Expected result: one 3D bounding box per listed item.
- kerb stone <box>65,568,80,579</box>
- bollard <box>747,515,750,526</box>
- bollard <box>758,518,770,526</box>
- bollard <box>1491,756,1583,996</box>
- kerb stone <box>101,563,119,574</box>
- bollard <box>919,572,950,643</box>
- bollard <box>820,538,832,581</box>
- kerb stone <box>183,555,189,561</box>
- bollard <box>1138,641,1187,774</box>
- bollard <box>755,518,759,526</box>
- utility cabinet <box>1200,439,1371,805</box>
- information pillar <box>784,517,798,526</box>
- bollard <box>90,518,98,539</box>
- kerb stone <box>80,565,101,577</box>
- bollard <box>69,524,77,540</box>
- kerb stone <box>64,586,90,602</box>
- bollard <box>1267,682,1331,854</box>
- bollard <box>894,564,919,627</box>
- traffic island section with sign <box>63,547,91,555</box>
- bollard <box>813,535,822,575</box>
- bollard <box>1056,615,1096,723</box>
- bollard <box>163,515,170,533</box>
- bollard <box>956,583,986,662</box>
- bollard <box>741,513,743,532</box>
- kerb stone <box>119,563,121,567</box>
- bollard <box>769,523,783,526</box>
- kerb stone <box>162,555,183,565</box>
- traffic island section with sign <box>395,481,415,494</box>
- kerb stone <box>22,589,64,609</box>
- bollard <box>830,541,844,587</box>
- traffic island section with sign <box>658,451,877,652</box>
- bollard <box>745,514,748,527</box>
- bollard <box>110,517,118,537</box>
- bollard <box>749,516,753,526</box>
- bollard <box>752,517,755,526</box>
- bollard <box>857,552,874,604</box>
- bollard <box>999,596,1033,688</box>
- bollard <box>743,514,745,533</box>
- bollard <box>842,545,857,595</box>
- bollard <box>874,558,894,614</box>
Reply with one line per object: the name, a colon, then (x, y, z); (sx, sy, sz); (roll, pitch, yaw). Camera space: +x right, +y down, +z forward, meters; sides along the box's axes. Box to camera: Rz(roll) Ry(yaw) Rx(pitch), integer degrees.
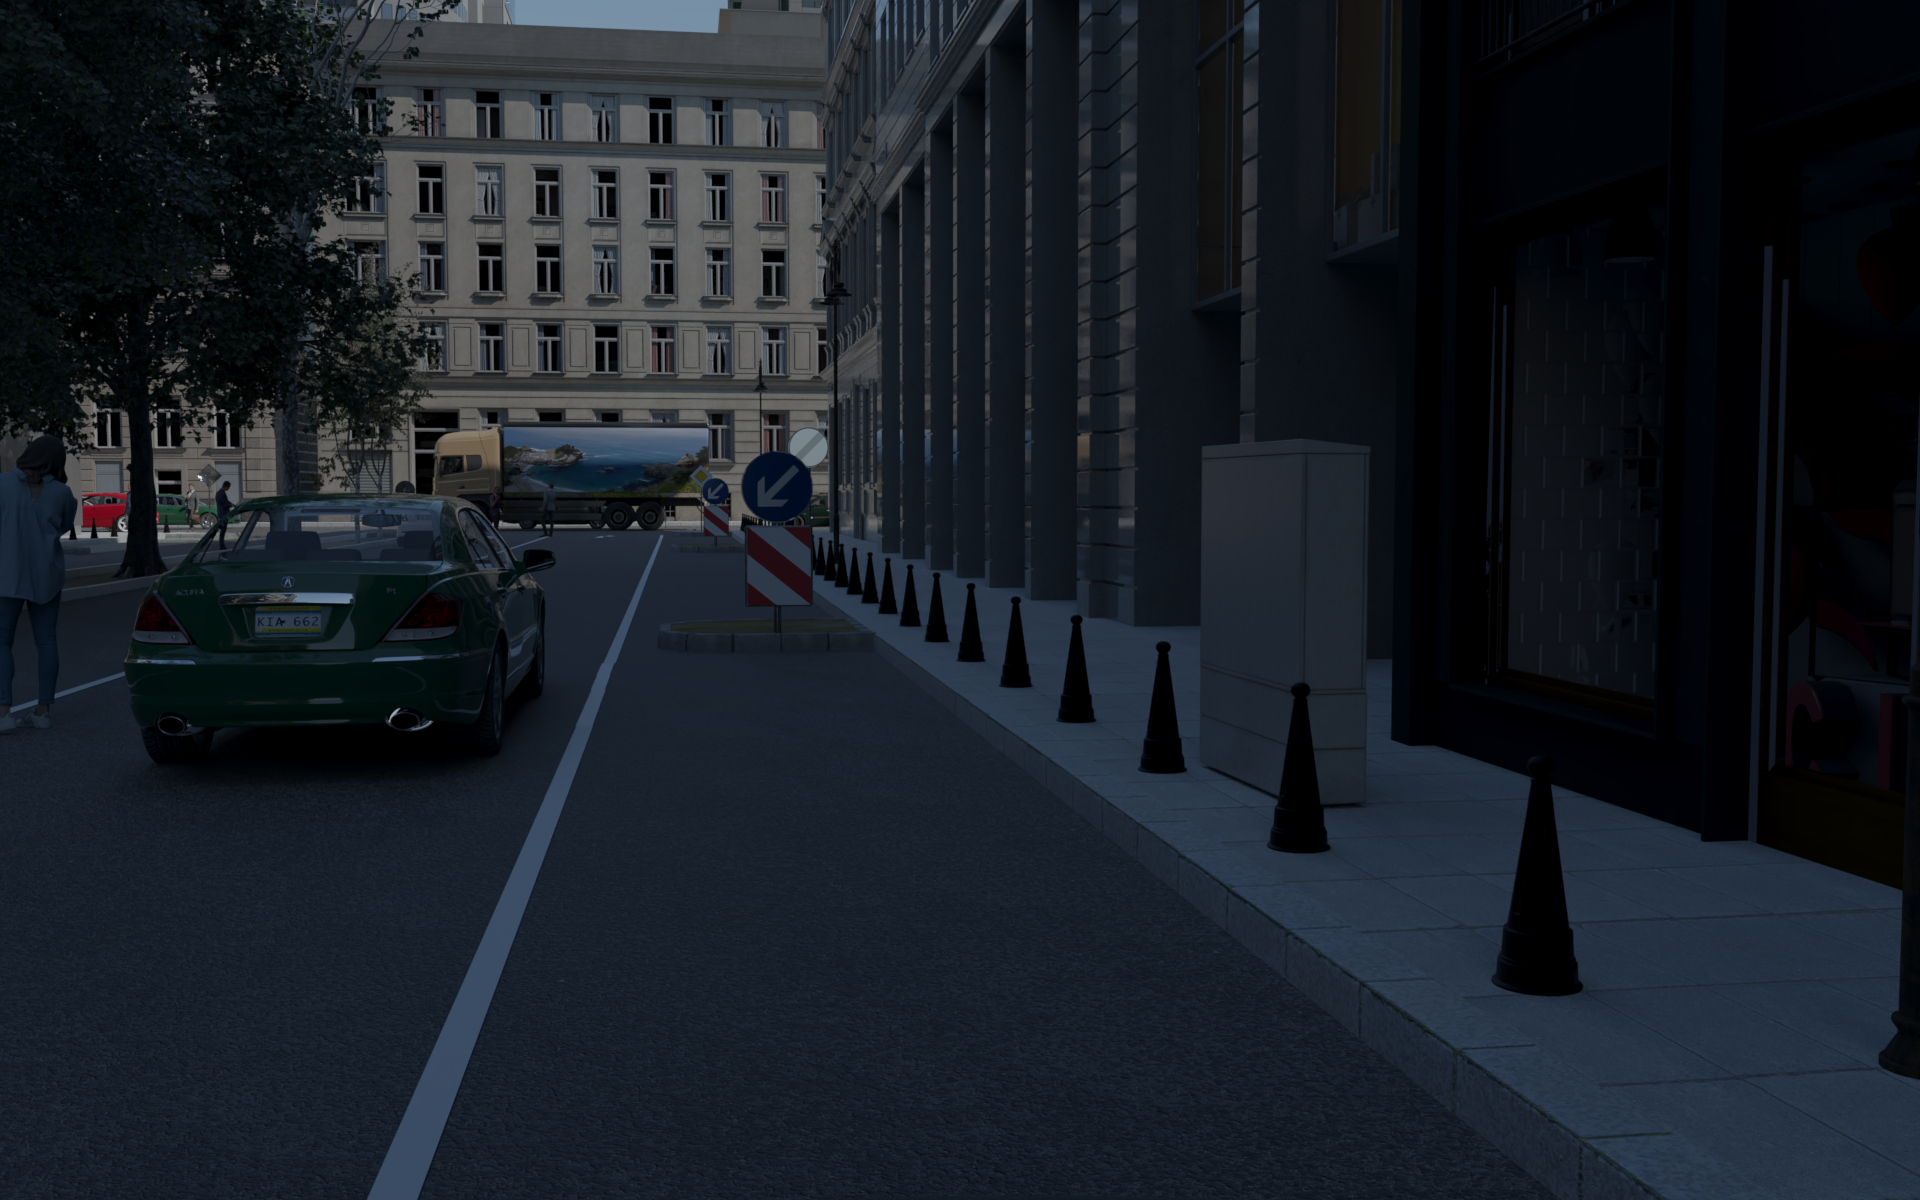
kerb stone: (-15.089, -0.424, 29.160); (0.120, 0.150, 1.000); (-1, 4, -9)
bollard: (-6.197, -2.200, 52.012); (0.229, 0.601, 0.229); (0, 3, 0)
bollard: (-5.057, -1.770, 44.987); (0.229, 0.601, 0.229); (0, 3, 0)
bollard: (1.510, 0.705, 4.516); (0.229, 0.601, 0.229); (0, 3, 0)
kerb stone: (-15.418, -0.548, 31.183); (0.120, 0.150, 1.000); (-1, 4, -9)
bollard: (-0.203, 0.060, 15.058); (0.229, 0.601, 0.229); (0, 3, 0)
bollard: (-1.915, -0.586, 25.623); (0.229, 0.601, 0.229); (0, 3, 0)
kerb stone: (-16.244, -0.859, 36.238); (0.120, 0.150, 1.000); (-1, 4, -9)
bollard: (0.940, 0.490, 8.027); (0.229, 0.601, 0.229); (0, 3, 0)
bollard: (-5.343, -1.878, 46.741); (0.229, 0.601, 0.229); (0, 3, 0)
utility cabinet: (1.404, 0.067, 7.577); (0.318, 1.500, 1.173); (-1, 4, -12)
information pillar: (-4.155, -2.326, 42.517); (0.304, 2.012, 0.304); (0, 4, 6)
bollard: (-25.024, -2.080, 50.043); (0.229, 0.601, 0.229); (0, 3, 0)
kerb stone: (-15.247, -0.488, 30.173); (0.120, 0.150, 1.000); (-1, 4, -9)
bollard: (-24.738, -1.972, 48.288); (0.229, 0.601, 0.229); (0, 3, 0)
kerb stone: (-12.029, -0.074, 23.413); (0.120, 0.150, 1.000); (-1, 4, -9)
bollard: (1.230, 0.598, 6.271); (0.229, 0.601, 0.229); (0, 3, 0)
bollard: (-0.484, -0.047, 16.815); (0.229, 0.601, 0.229); (0, 3, 0)
traffic island section with sign: (-21.765, -1.973, 40.890); (1.989, 1.847, 2.006); (-1, 4, -9)
bollard: (-2.200, -0.694, 27.390); (0.229, 0.601, 0.229); (0, 3, 0)
bollard: (0.658, 0.383, 9.782); (0.229, 0.601, 0.229); (0, 3, 0)
bollard: (-26.161, -2.511, 57.100); (0.229, 0.601, 0.229); (0, 3, 0)
bollard: (0.084, 0.168, 13.298); (0.229, 0.601, 0.229); (0, 3, 0)
bollard: (-7.053, -2.524, 57.303); (0.229, 0.601, 0.229); (0, 3, 0)
kerb stone: (-15.577, -0.607, 32.195); (0.120, 0.150, 1.000); (-1, 4, -9)
bollard: (-4.197, -1.447, 39.707); (0.229, 0.601, 0.229); (0, 3, 0)
kerb stone: (-16.073, -0.796, 35.228); (0.120, 0.150, 1.000); (-1, 4, -9)
traffic island section with sign: (-18.744, -3.063, 58.220); (2.006, 1.907, 1.989); (-1, 4, -9)
kerb stone: (-11.870, -0.009, 22.402); (0.120, 0.150, 1.000); (-1, 4, -9)
bollard: (-1.629, -0.479, 23.869); (0.229, 0.601, 0.229); (0, 3, 0)
traffic island section with sign: (-1.901, -0.491, 16.660); (1.989, 1.847, 2.006); (-1, 4, -9)
bollard: (-6.481, -2.307, 53.767); (0.229, 0.601, 0.229); (0, 3, 0)
bollard: (-25.304, -2.187, 51.798); (0.229, 0.601, 0.229); (0, 3, 0)
bollard: (-5.914, -2.093, 50.257); (0.229, 0.601, 0.229); (0, 3, 0)
bollard: (-5.627, -1.985, 48.500); (0.229, 0.601, 0.229); (0, 3, 0)
bollard: (-1.056, -0.263, 20.340); (0.229, 0.601, 0.229); (0, 3, 0)
bollard: (0.372, 0.275, 11.544); (0.229, 0.601, 0.229); (0, 3, 0)
bollard: (-6.770, -2.415, 55.534); (0.229, 0.601, 0.229); (0, 3, 0)
bollard: (-1.345, -0.371, 22.108); (0.229, 0.601, 0.229); (0, 3, 0)
bollard: (-0.773, -0.155, 18.573); (0.229, 0.601, 0.229); (0, 3, 0)
